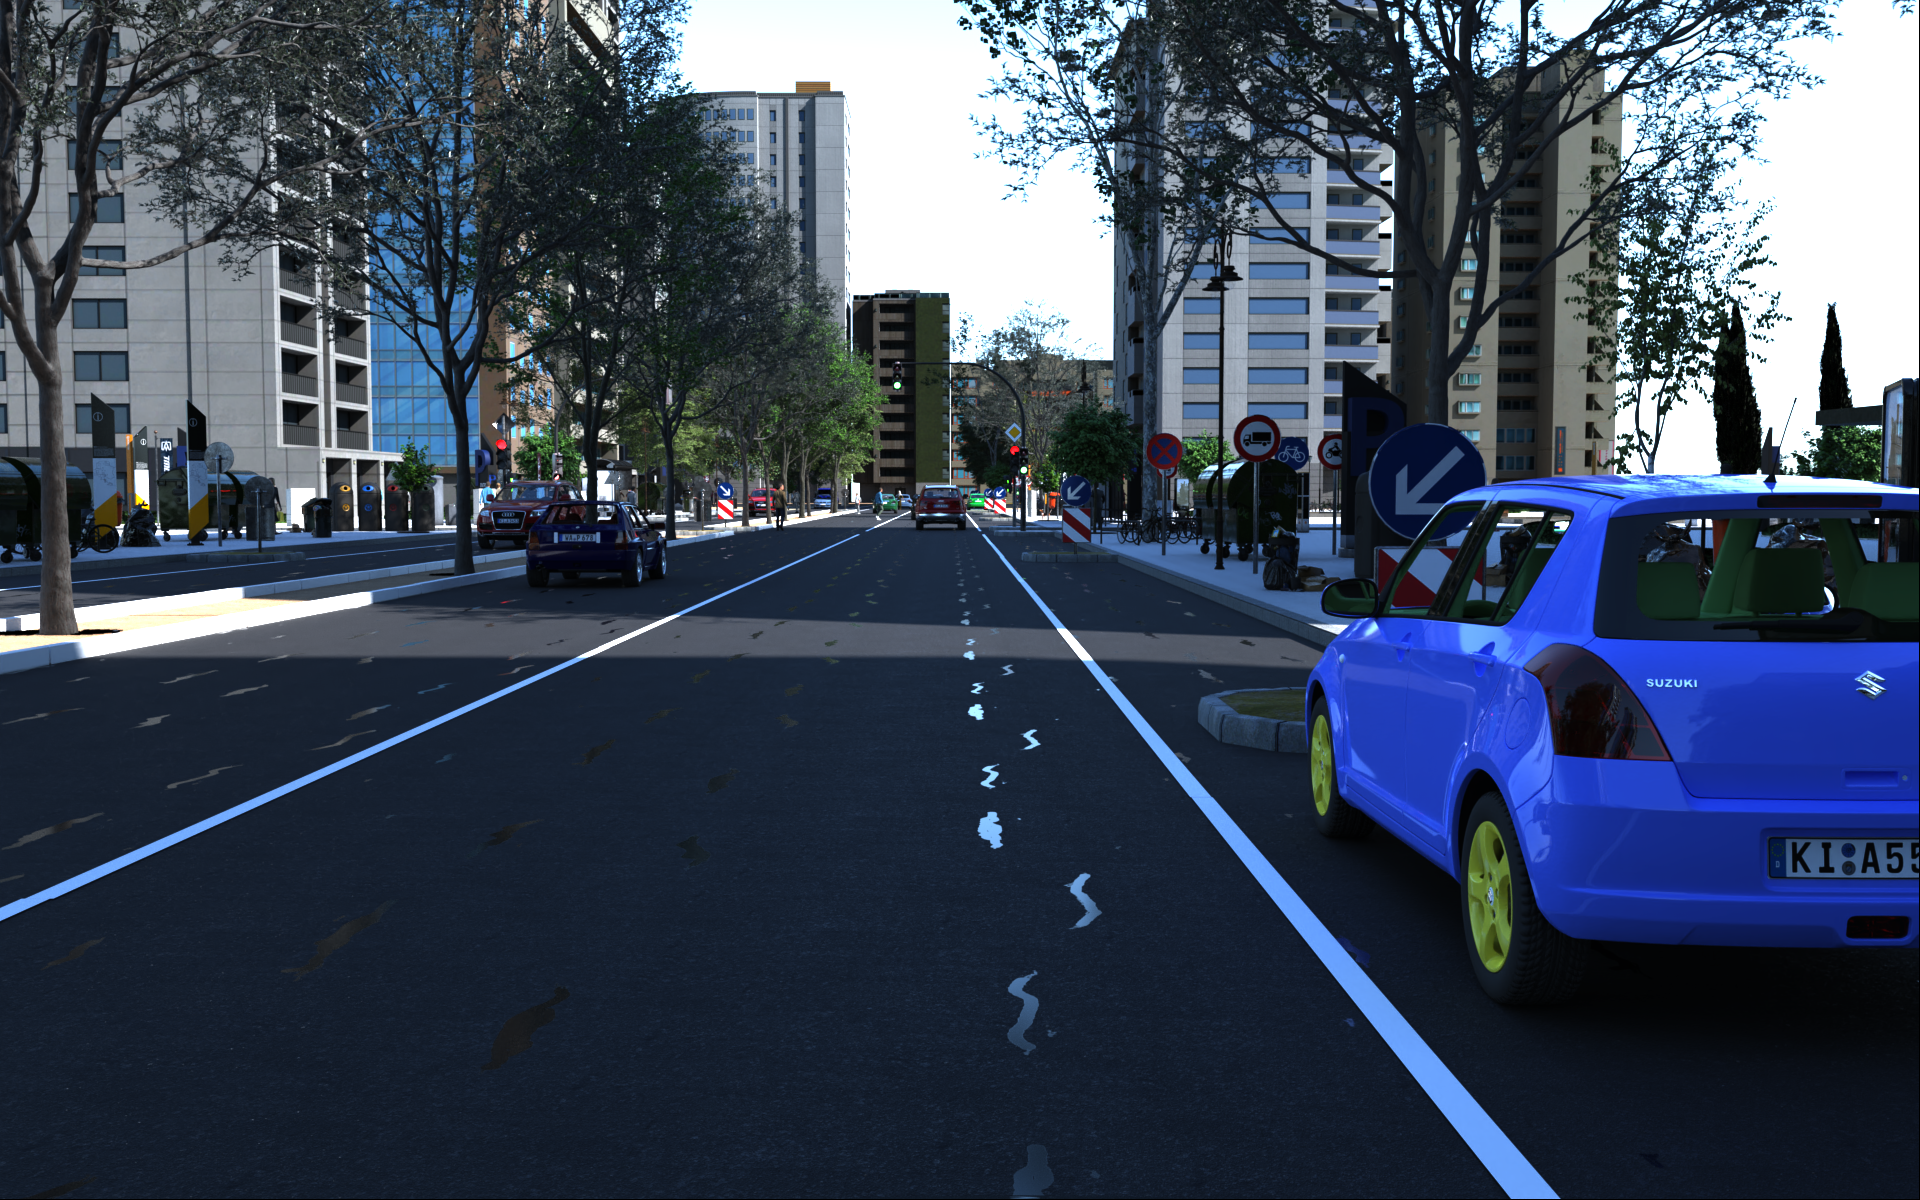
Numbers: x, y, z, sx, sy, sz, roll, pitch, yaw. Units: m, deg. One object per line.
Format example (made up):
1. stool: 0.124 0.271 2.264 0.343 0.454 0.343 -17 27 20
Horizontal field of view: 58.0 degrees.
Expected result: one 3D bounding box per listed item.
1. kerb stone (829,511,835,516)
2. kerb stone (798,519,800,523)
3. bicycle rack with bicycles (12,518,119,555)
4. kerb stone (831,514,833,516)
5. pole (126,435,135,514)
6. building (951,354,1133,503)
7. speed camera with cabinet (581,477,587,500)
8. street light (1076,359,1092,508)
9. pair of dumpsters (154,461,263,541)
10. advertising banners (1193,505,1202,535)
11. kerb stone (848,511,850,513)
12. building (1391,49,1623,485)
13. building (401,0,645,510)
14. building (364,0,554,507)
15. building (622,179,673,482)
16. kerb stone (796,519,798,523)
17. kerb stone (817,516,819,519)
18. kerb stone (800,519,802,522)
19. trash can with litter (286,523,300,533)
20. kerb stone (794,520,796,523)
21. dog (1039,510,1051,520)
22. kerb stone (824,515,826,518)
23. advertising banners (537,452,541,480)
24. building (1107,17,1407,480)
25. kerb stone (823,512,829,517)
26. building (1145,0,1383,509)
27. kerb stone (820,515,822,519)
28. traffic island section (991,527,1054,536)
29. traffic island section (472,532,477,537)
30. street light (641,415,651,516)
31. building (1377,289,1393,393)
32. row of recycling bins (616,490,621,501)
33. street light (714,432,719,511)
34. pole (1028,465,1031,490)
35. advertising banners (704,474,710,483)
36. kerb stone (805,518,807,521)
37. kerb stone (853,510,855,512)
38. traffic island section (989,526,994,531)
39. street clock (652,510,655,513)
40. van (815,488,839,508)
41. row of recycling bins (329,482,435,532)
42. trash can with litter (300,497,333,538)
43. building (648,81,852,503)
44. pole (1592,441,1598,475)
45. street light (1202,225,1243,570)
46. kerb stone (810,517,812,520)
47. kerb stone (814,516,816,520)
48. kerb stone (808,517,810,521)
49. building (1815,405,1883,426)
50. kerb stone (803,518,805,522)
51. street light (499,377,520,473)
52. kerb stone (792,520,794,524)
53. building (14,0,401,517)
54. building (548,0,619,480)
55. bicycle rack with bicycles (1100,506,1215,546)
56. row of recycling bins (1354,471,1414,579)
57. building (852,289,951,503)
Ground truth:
1. kerb stone: -8.275 -5.432 111.004 0.120 0.150 1.000 0 4 0
2. kerb stone: -8.129 -3.865 85.380 0.120 0.150 1.000 0 4 0
3. bicycle rack with bicycles: -19.781 -1.479 37.570 2.925 0.926 2.852 -1 4 -9
4. kerb stone: -8.271 -5.307 108.958 0.120 0.150 1.000 0 4 0
5. pole: -28.507 -4.017 59.519 0.158 3.312 0.155 0 3 0
6. building: 13.175 -25.065 254.854 28.899 21.520 27.650 0 4 0
7. speed camera with cabinet: -20.688 -6.199 95.681 0.660 3.252 2.038 -1 4 -17
8. street light: 4.243 -5.303 59.498 0.468 5.910 1.993 0 4 0
9. pair of dumpsters: -21.059 -2.833 48.810 1.574 2.255 4.437 0 4 0
10. advertising banners: 8.311 -3.566 54.499 2.074 3.025 0.090 -1 4 -17
11. kerb stone: -8.375 -6.436 127.422 0.120 0.150 1.000 0 4 0
12. building: 61.633 -34.880 193.996 21.600 48.544 21.300 0 4 0
13. building: -42.790 -44.968 173.479 20.563 71.187 20.611 0 4 0
14. building: -37.904 -29.013 124.479 14.600 45.320 14.200 0 4 0
15. building: -40.485 -31.441 197.660 14.086 41.232 14.154 0 4 0
16. kerb stone: -8.119 -3.801 84.342 0.120 0.150 1.000 0 4 0
17. kerb stone: -8.198 -4.617 97.678 0.120 0.150 1.000 0 4 0
18. kerb stone: -8.136 -3.922 86.410 0.120 0.150 1.000 0 4 0
19. trash can with litter: -21.856 -2.835 57.747 1.055 1.170 0.624 -3 5 -43
20. kerb stone: -8.116 -3.738 83.316 0.120 0.150 1.000 0 4 0
21. dog: 4.281 -4.276 86.737 0.406 0.507 0.540 3 4 39
22. kerb stone: -8.227 -4.921 102.795 0.120 0.150 1.000 0 4 0
23. advertising banners: -18.034 -4.726 73.451 0.090 3.025 2.074 -2 4 -28
24. building: 31.502 -36.790 190.760 28.713 52.752 27.495 0 4 0
25. kerb stone: -8.252 -5.118 105.878 0.120 0.150 1.000 0 4 0
26. building: 27.931 -37.966 162.750 21.231 58.520 28.212 0 4 0
27. kerb stone: -8.209 -4.738 99.726 0.120 0.150 1.000 0 4 0
28. traffic island section: 2.202 -2.305 59.964 2.009 0.180 2.903 0 4 0
29. traffic island section: -15.739 -2.299 59.864 2.009 0.180 2.903 0 4 0
30. street light: -17.976 -7.721 99.019 0.468 5.910 1.993 0 4 0
31. building: 62.936 -29.070 247.002 14.107 30.474 14.160 0 4 0
32. row of recycling bins: -22.030 -6.276 109.718 1.069 1.692 3.534 -1 4 -9
33. street light: -18.145 -9.565 129.167 0.468 5.910 1.993 0 4 0
34. pole: 4.848 -7.807 121.490 0.158 3.312 0.155 0 3 0
35. advertising banners: -20.034 -8.319 132.203 2.074 3.025 0.090 -2 4 -25
36. kerb stone: -8.156 -4.116 89.485 0.120 0.150 1.000 0 4 0
37. kerb stone: -8.410 -6.808 133.569 0.120 0.150 1.000 0 4 0
38. traffic island section: 2.155 -2.793 67.949 2.009 0.180 2.903 0 4 0
39. street clock: -20.941 -6.934 117.943 0.358 2.002 0.471 2 4 30
40. van: -13.467 -10.479 175.718 2.240 2.365 5.245 0 4 1
41. row of recycling bins: -20.024 -3.235 60.011 3.534 1.692 1.069 -1 4 -11
42. trash can with litter: -18.896 -2.427 51.068 0.624 1.170 1.055 -3 4 -37
43. building: -29.963 -43.328 250.412 28.212 58.520 21.231 0 4 0
44. pole: 24.609 -4.487 67.213 0.158 3.312 0.155 0 3 0
45. street light: 4.423 -3.458 29.334 0.468 5.910 1.993 0 4 0
46. kerb stone: -8.169 -4.304 92.564 0.120 0.150 1.000 0 4 0
47. kerb stone: -8.196 -4.492 95.634 0.120 0.150 1.000 0 4 0
48. kerb stone: -8.166 -4.241 91.537 0.120 0.150 1.000 0 4 0
49. building: 28.544 -22.373 20.426 22.147 44.769 28.867 0 4 0
50. kerb stone: -8.143 -4.051 88.455 0.120 0.150 1.000 0 4 0
51. street light: -17.838 -5.866 68.703 0.468 5.910 1.993 0 4 0
52. kerb stone: -8.111 -3.672 82.293 0.120 0.150 1.000 0 4 0
53. building: -43.520 -40.370 98.298 20.563 71.187 20.611 0 4 0
54. building: -43.046 -32.377 153.067 21.300 48.544 21.600 0 4 0
55. bicycle rack with bicycles: 4.878 -1.905 44.525 2.852 0.926 2.925 -2 4 -26
56. row of recycling bins: 6.880 -1.264 27.778 1.069 1.692 3.534 1 4 19
57. building: -8.289 -29.122 247.846 14.107 30.474 14.160 0 4 0
